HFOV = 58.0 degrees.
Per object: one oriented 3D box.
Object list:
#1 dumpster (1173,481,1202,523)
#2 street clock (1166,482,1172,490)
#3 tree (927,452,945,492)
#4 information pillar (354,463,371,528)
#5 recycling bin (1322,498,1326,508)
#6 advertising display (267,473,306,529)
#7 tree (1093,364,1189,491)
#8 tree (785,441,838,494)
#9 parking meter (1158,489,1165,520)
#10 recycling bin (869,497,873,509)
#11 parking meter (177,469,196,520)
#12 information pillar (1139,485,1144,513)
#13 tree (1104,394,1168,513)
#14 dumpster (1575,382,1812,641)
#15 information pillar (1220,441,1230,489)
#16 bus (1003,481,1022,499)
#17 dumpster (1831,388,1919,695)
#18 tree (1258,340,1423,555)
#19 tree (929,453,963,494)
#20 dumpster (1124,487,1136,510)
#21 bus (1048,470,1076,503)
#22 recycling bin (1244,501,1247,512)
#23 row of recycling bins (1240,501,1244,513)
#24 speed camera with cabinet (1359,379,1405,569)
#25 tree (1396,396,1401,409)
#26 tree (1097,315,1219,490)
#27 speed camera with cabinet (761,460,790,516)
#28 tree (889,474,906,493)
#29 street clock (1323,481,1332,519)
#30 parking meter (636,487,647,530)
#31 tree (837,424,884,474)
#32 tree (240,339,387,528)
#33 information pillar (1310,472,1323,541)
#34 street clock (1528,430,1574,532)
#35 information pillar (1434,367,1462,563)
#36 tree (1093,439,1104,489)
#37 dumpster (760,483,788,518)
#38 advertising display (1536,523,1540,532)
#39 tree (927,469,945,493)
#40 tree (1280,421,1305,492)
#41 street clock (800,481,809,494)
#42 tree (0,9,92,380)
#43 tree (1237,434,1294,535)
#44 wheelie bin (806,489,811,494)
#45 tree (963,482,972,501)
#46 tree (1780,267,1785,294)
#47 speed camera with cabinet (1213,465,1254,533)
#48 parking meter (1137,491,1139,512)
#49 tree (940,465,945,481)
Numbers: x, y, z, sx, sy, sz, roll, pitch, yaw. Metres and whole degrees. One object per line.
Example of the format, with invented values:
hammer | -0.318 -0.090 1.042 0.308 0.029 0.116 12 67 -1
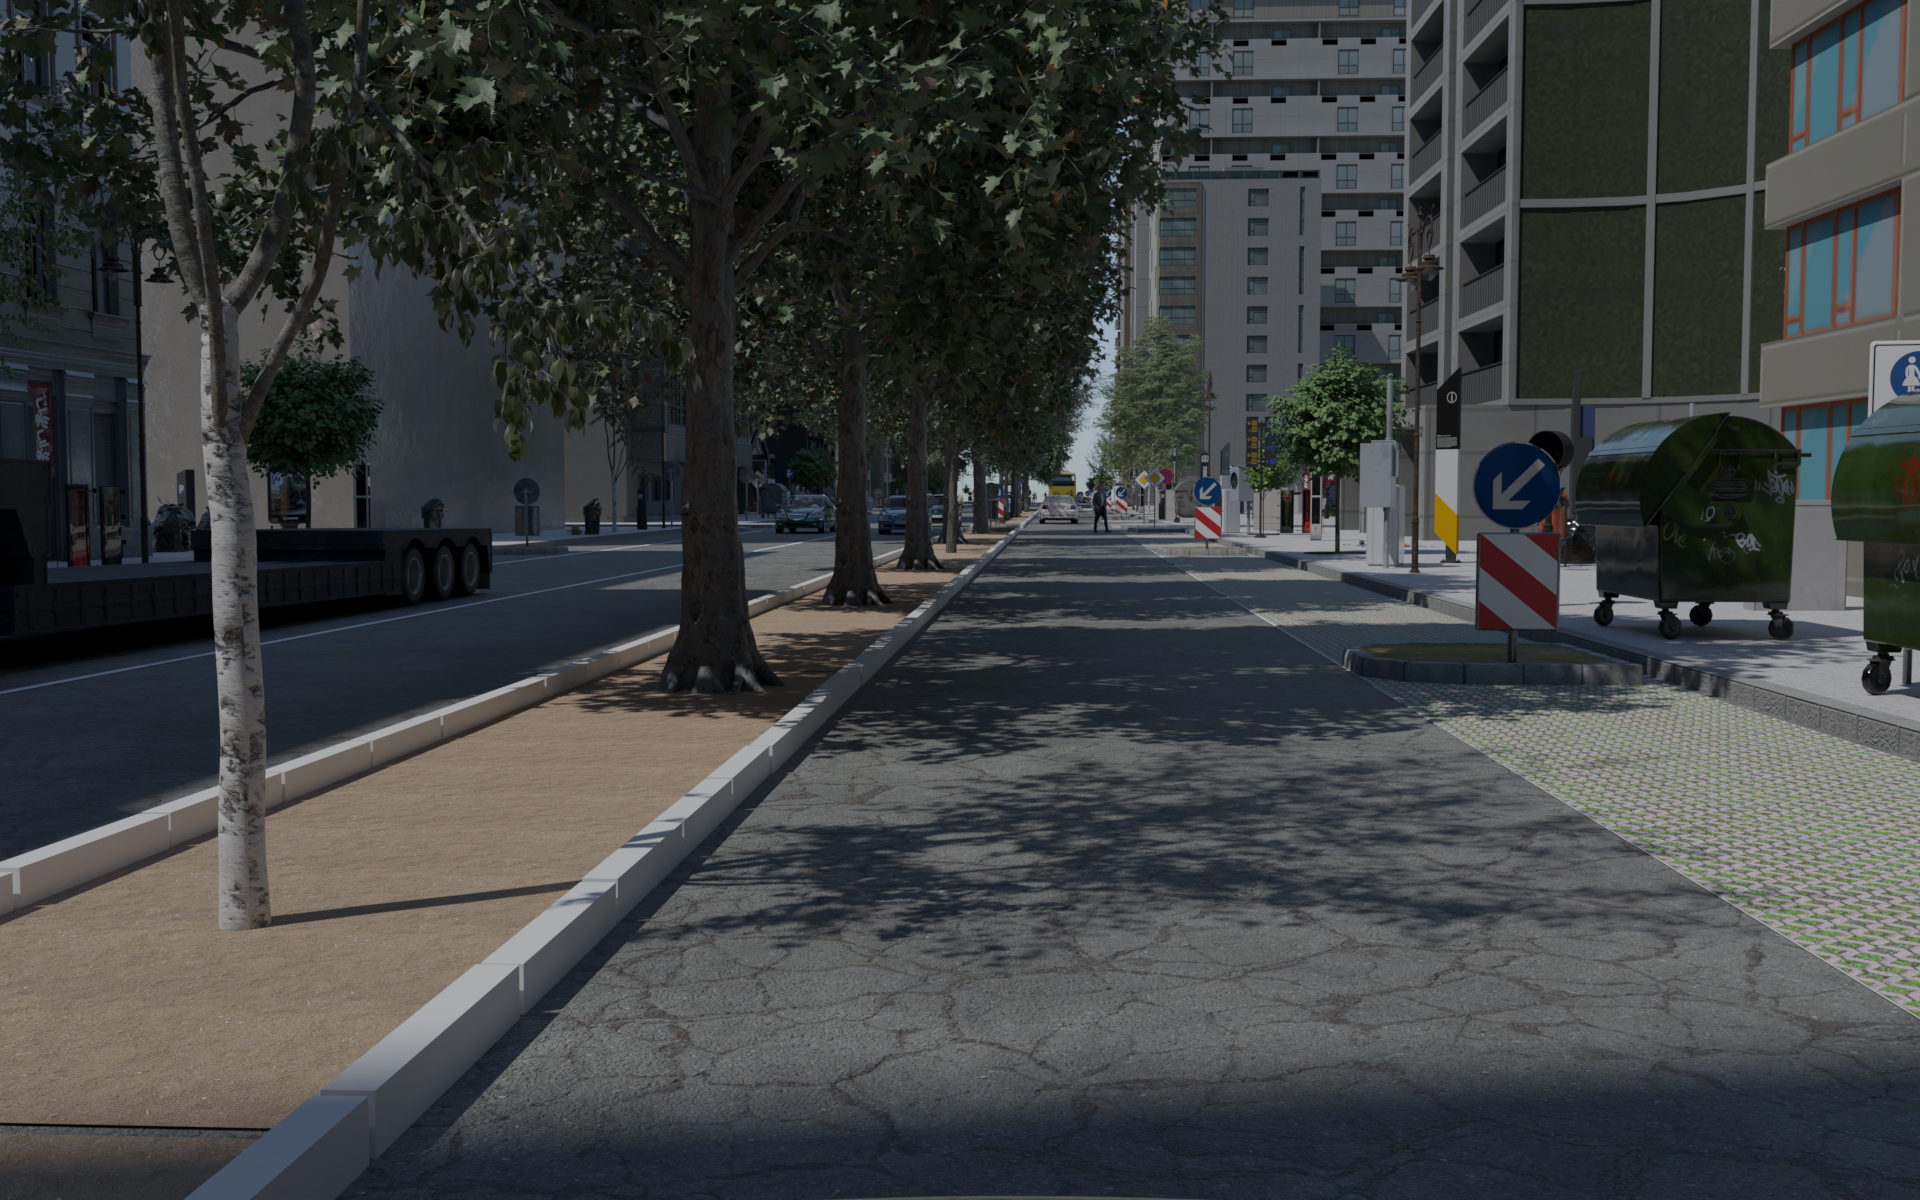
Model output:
dumpster | 10.161 -4.354 76.954 1.264 1.857 1.865 0 4 3
street clock | 11.499 -5.563 95.518 0.358 2.002 0.471 -1 4 -11
tree | -3.805 -15.045 196.344 4.737 8.622 4.395 0 3 0
information pillar | -14.308 -2.264 41.508 0.304 2.012 0.304 0 4 -6
recycling bin | 22.065 -5.716 106.009 0.722 1.027 0.722 0 4 1
advertising display | -15.759 -2.169 40.673 0.123 1.923 0.974 3 5 43
tree | 14.146 -12.883 136.388 9.928 11.665 9.643 0 3 0
tree | -9.134 -7.580 107.654 4.285 4.588 4.351 0 3 0
parking meter | 10.207 -4.830 87.384 0.372 1.533 0.369 0 3 0
recycling bin | -7.844 -8.170 146.131 0.722 1.027 0.722 -3 4 -36
parking meter | -18.409 -2.171 41.215 0.399 1.863 0.255 2 4 32
information pillar | 12.079 -6.775 115.260 0.304 2.012 0.304 -1 4 -14
tree | 12.803 -10.261 118.133 4.737 8.622 4.395 0 3 0
dumpster | 6.709 -0.823 15.952 1.502 2.255 1.985 0 4 3
information pillar | 11.779 -5.234 76.923 0.504 3.616 0.183 -2 4 -32
bus | 6.201 -13.363 213.336 2.948 3.499 13.247 0 4 3
dumpster | 6.300 -0.470 10.176 1.502 2.255 1.985 0 4 3
tree | 8.196 -3.264 37.078 4.285 4.588 4.351 0 3 0
tree | -2.406 -18.865 226.575 7.486 12.596 7.792 0 3 0
dumpster | 13.919 -8.399 143.082 1.264 1.857 1.865 0 4 3
bus | 10.369 -11.323 176.677 2.896 3.916 12.252 0 4 2
recycling bin | 20.155 -6.849 124.538 0.722 1.027 0.722 -1 4 -16
row of recycling bins | 17.882 -6.794 118.201 1.069 1.692 3.534 -3 5 -44
speed camera with cabinet | 7.470 -2.219 30.611 0.660 3.252 2.038 1 4 21
tree | 32.282 -10.764 126.347 4.360 8.622 3.978 0 3 0
tree | 12.666 -11.771 110.575 7.486 12.596 7.792 0 3 0
speed camera with cabinet | -10.692 -6.486 100.389 2.038 3.252 0.660 3 5 45
tree | -5.812 -10.334 163.564 1.663 3.219 1.824 0 3 0
street clock | 18.927 -5.185 89.344 0.471 2.002 0.358 -2 4 -26
parking meter | -11.469 -3.304 62.439 0.372 1.533 0.369 0 3 0
tree | -7.729 -11.144 132.568 4.737 8.622 4.395 0 3 0
tree | -13.251 -3.134 34.947 4.285 4.588 4.351 0 3 0
information pillar | 9.818 -2.642 47.693 0.304 2.012 0.304 1 4 17
street clock | 6.726 -0.931 19.799 0.358 2.002 0.471 -3 5 -44
information pillar | 9.070 -2.495 32.155 0.183 3.616 0.504 -3 5 -42
tree | 14.796 -12.039 147.199 4.737 8.622 4.395 0 3 0
dumpster | -9.876 -5.274 91.986 1.264 1.857 1.865 0 4 3
advertising display | 12.408 -1.921 36.630 0.123 1.923 0.974 0 4 1
tree | -3.510 -14.010 212.775 4.285 4.588 4.351 0 3 0
tree | 28.439 -11.902 144.958 4.360 8.622 3.978 0 3 0
street clock | -8.865 -5.777 99.030 0.471 2.002 0.358 -1 4 -19
tree | -13.996 -4.453 23.165 4.737 8.622 4.395 0 3 0
tree | 9.490 -3.633 54.006 1.663 3.219 1.824 0 3 0
wheelie bin | -9.105 -5.750 101.927 0.693 1.594 0.980 1 4 19
tree | 1.067 -17.758 284.946 1.663 3.219 1.824 0 3 0
tree | 17.716 -4.992 31.981 4.737 8.622 4.395 0 3 0
speed camera with cabinet | 8.910 -3.801 56.486 0.660 3.252 2.038 -1 4 -15
parking meter | 13.120 -7.252 126.979 0.372 1.533 0.369 0 3 0
tree | -2.059 -18.087 246.081 4.360 8.622 3.978 0 3 0
